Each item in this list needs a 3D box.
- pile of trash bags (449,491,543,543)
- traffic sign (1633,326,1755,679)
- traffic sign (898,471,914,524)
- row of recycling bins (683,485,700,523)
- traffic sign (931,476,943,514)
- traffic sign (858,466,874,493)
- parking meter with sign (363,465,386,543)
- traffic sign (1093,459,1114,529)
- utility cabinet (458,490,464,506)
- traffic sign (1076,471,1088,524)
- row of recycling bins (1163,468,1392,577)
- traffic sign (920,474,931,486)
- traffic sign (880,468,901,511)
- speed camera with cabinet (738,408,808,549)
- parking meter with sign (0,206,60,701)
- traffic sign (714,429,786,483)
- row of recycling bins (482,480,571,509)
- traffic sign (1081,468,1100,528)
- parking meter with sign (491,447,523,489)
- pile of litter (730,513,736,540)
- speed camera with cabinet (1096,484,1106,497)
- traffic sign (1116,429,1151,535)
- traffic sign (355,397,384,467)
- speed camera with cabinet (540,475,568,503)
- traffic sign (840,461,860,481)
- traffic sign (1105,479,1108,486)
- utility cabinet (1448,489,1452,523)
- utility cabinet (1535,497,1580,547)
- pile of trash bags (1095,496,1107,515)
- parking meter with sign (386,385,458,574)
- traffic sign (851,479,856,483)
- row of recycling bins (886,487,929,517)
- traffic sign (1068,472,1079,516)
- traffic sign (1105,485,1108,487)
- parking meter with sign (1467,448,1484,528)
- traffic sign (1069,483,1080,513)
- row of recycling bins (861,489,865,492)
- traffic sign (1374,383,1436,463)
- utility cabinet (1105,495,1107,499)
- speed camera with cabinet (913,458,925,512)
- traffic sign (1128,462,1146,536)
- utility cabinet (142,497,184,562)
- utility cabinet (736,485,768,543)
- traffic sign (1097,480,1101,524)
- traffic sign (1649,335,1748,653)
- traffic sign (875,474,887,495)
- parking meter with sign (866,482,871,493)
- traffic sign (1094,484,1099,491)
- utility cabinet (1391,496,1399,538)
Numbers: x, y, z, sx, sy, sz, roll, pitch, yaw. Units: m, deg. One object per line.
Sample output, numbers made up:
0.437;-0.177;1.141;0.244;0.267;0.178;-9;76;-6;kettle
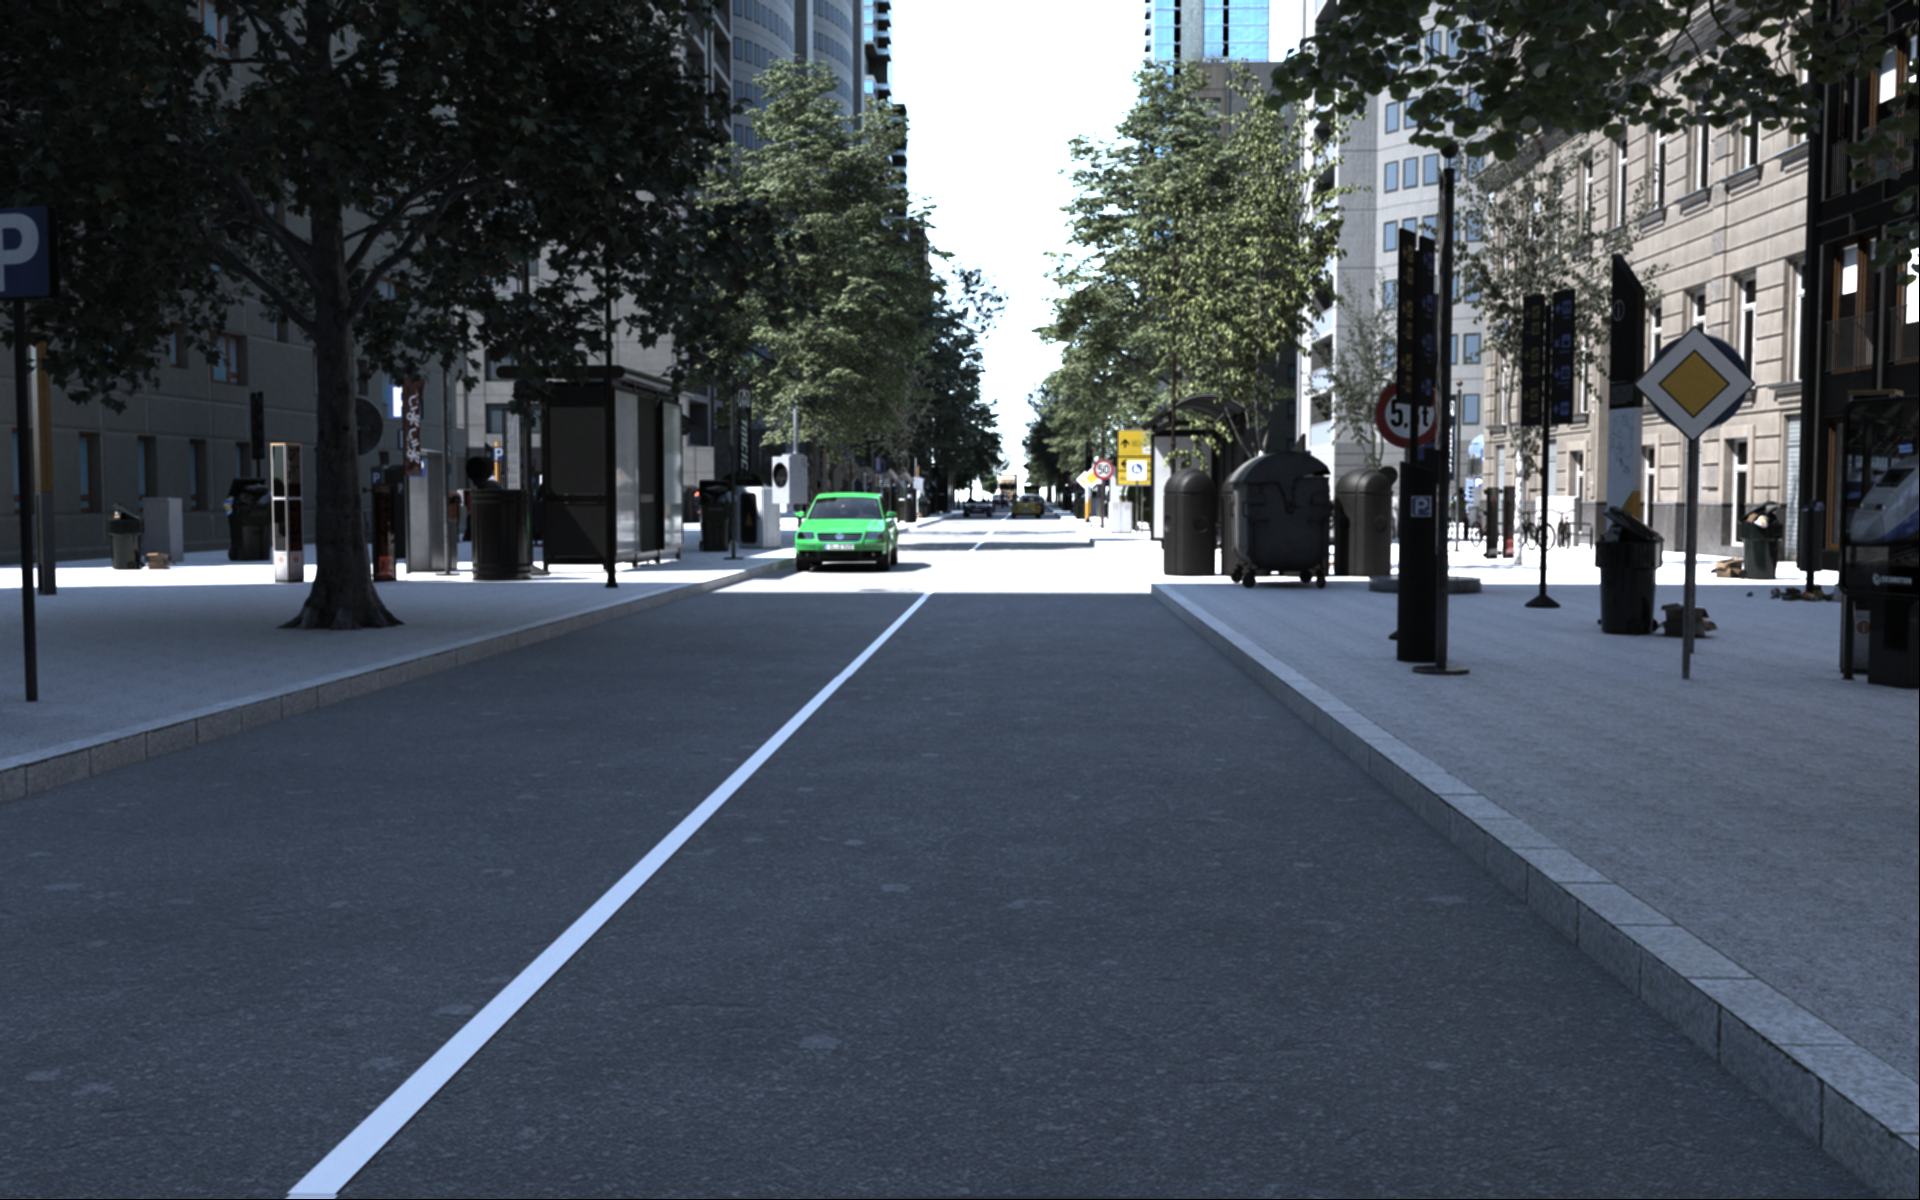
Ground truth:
-12.777;-2.287;47.146;1.912;1.369;3.447;2;4;30;pile of trash bags
5.049;-0.660;11.984;0.795;2.450;0.064;1;4;8;traffic sign
-2.346;-4.324;74.339;0.795;2.450;0.064;0;4;2;traffic sign
-12.457;-4.262;76.800;1.069;1.692;3.534;1;4;11;row of recycling bins
-1.504;-6.781;112.049;0.795;2.450;0.064;1;4;12;traffic sign
-4.321;-4.835;79.152;0.768;2.556;0.104;1;4;11;traffic sign
-15.163;-3.021;45.659;0.543;3.016;1.738;2;4;26;parking meter with sign
5.193;-3.827;62.684;0.768;2.556;0.104;1;4;9;traffic sign
-24.339;-4.736;86.108;1.173;1.500;0.318;-2;4;-25;utility cabinet
5.341;-4.304;74.007;0.795;2.450;0.064;0;4;2;traffic sign
4.978;-1.228;27.193;3.534;1.692;1.069;0;4;3;row of recycling bins
-2.241;-6.692;109.522;0.768;2.556;0.104;0;4;7;traffic sign
-2.670;-3.836;66.360;0.795;2.450;0.064;0;4;2;traffic sign
-4.392;-2.822;40.476;0.660;3.252;2.038;-3;5;-42;speed camera with cabinet
-5.976;-0.831;9.851;0.543;3.016;1.738;1;4;16;parking meter with sign
-6.537;-3.674;53.935;2.265;3.308;0.079;0;4;4;traffic sign
-12.389;-2.670;50.769;3.534;1.692;1.069;0;4;-3;row of recycling bins
5.017;-3.816;66.029;0.795;2.450;0.064;0;4;2;traffic sign
-16.368;-4.105;63.370;1.738;3.016;0.543;3;4;38;parking meter with sign
-6.345;-2.123;48.683;1.176;0.858;1.719;0;4;3;pile of litter
9.610;-8.067;126.237;2.038;3.252;0.660;1;4;9;speed camera with cabinet
6.001;-3.675;53.957;2.265;3.308;0.079;0;4;3;traffic sign
-7.961;-1.390;22.834;0.768;2.556;0.104;1;4;10;traffic sign
-19.287;-5.375;82.225;0.660;3.252;2.038;-3;4;-36;speed camera with cabinet
-4.234;-4.075;66.730;0.768;2.556;0.104;0;4;6;traffic sign
10.028;-7.060;115.532;0.768;2.556;0.104;1;4;9;traffic sign
21.389;-4.137;76.325;0.318;1.500;1.173;2;4;25;utility cabinet
14.612;-1.910;42.383;0.306;1.237;1.020;-3;5;-43;utility cabinet
8.643;-5.969;107.338;3.447;1.369;1.912;3;5;44;pile of trash bags
-8.792;-1.973;28.522;0.543;3.016;1.738;0;4;4;parking meter with sign
-5.115;-4.884;79.965;0.768;2.556;0.104;1;4;8;traffic sign
-3.301;-5.473;96.596;3.534;1.692;1.069;-3;4;-37;row of recycling bins
6.777;-6.238;102.101;0.768;2.556;0.104;1;4;9;traffic sign
10.740;-7.512;122.819;0.884;2.594;0.081;0;4;7;traffic sign
19.638;-4.225;65.341;0.543;3.016;1.738;2;4;34;parking meter with sign
7.599;-7.060;115.431;0.884;2.594;0.081;1;4;10;traffic sign
-6.545;-8.316;143.084;3.534;1.692;1.069;-1;4;-20;row of recycling bins
4.995;-1.176;19.328;0.768;2.556;0.104;0;4;4;traffic sign
12.364;-8.204;145.303;0.306;1.237;1.020;-1;4;-14;utility cabinet
-2.273;-6.058;93.384;0.660;3.252;2.038;0;4;6;speed camera with cabinet
5.465;-3.141;53.490;0.606;2.300;0.079;1;4;12;traffic sign
-15.140;-1.331;32.918;1.020;1.237;0.306;3;5;40;utility cabinet
-5.336;-2.194;44.545;0.318;1.500;1.173;-3;4;-37;utility cabinet
5.799;-4.336;73.030;0.606;2.300;0.079;0;4;6;traffic sign
5.886;-0.844;13.912;0.768;2.556;0.104;1;4;10;traffic sign
-4.076;-5.339;89.425;0.606;2.300;0.079;0;4;5;traffic sign
-5.728;-7.080;112.012;0.543;3.016;1.738;3;4;37;parking meter with sign
9.585;-7.500;122.726;0.768;2.556;0.104;0;4;8;traffic sign
13.114;-2.444;51.128;1.020;1.237;0.306;-3;5;-43;utility cabinet
